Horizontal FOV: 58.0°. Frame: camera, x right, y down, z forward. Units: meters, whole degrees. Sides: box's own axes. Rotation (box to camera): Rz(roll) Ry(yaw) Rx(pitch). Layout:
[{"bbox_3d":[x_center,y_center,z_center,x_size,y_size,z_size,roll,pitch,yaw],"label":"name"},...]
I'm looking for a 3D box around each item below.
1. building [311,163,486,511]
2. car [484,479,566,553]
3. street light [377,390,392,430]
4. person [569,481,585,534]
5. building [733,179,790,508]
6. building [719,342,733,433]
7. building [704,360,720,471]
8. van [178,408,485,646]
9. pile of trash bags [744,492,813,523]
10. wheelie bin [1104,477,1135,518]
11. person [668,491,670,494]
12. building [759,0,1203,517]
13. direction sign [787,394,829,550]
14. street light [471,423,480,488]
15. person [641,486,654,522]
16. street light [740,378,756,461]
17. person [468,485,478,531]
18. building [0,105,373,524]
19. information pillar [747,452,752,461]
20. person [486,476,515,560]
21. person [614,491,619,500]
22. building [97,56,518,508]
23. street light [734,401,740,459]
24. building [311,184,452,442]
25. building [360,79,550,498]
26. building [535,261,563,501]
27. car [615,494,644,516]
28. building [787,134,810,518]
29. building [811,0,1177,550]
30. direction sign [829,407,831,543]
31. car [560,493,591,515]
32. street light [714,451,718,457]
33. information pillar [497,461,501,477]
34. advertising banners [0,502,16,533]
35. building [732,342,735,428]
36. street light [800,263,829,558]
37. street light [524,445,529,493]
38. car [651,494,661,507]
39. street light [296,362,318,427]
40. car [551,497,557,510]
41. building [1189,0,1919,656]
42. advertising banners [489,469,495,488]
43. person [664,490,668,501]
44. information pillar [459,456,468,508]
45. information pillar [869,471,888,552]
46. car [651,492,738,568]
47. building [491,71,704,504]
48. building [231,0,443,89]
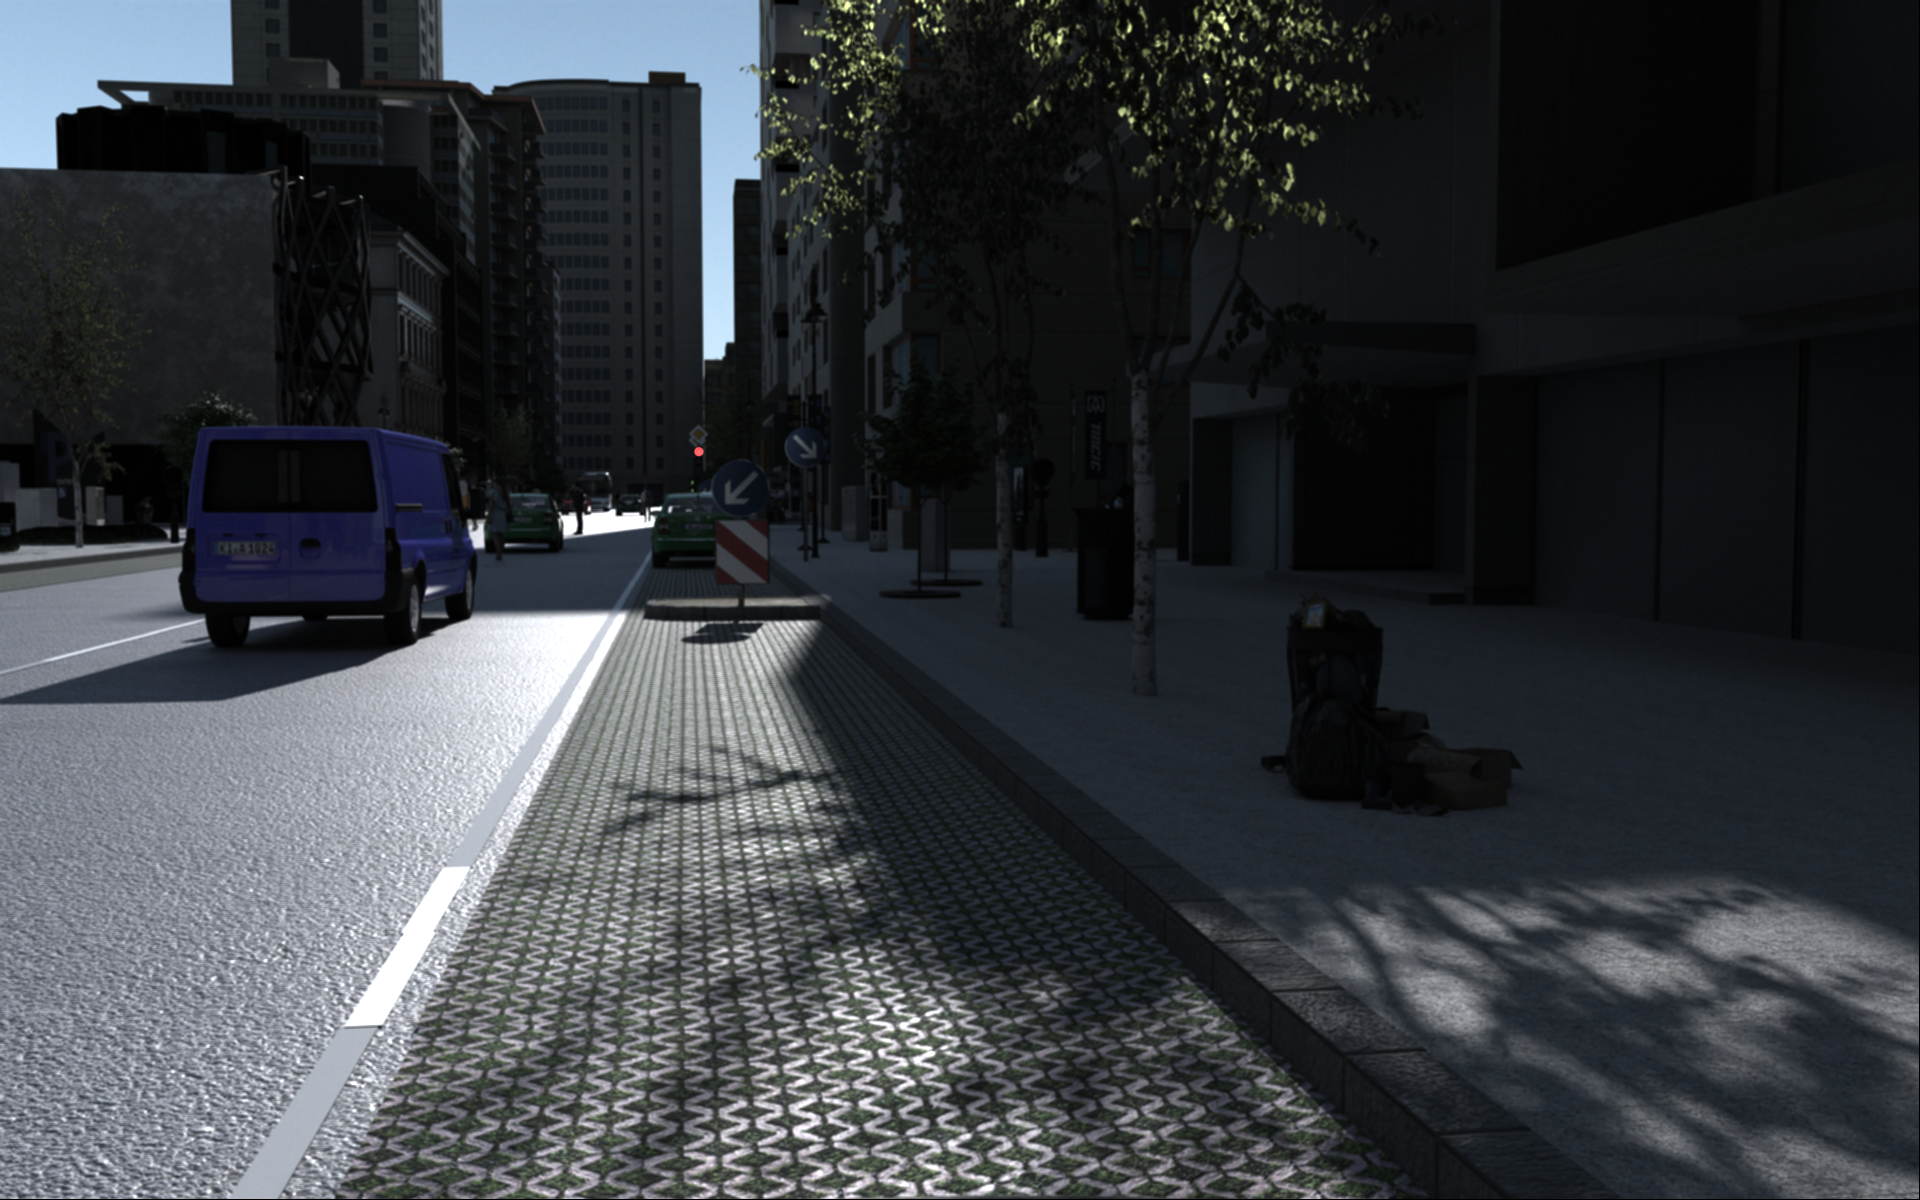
[{"bbox_3d":[-41.603,-18.050,124.796,12.332,23.373,15.834,-1,4,-9],"label":"building"},{"bbox_3d":[-11.004,-2.144,43.843,1.959,1.807,4.718,-1,4,-11],"label":"car"},{"bbox_3d":[-25.430,-6.351,76.628,0.468,5.910,1.993,-1,4,-9],"label":"street light"},{"bbox_3d":[-13.615,-3.282,61.515,0.474,1.900,0.648,0,4,0],"label":"person"},{"bbox_3d":[-14.118,-23.886,162.235,14.160,30.474,14.107,-1,4,-9],"label":"building"},{"bbox_3d":[-15.119,-22.557,213.840,27.650,21.520,28.899,-1,4,-9],"label":"building"},{"bbox_3d":[-22.529,-24.897,252.101,28.899,21.520,27.650,-1,4,-9],"label":"building"},{"bbox_3d":[-6.332,-0.835,18.042,2.240,2.365,5.245,0,4,-7],"label":"van"},{"bbox_3d":[-8.242,-4.178,78.064,3.447,1.369,1.912,0,4,-4],"label":"pile of trash bags"},{"bbox_3d":[3.142,-1.549,33.233,0.693,1.594,0.980,0,4,-2],"label":"wheelie bin"},{"bbox_3d":[-35.536,-12.452,212.537,0.568,1.767,0.683,2,4,23],"label":"person"},{"bbox_3d":[-0.489,-32.828,125.973,28.713,52.752,27.495,-1,4,-9],"label":"building"},{"bbox_3d":[-3.541,-2.907,39.531,0.876,3.537,0.379,1,4,20],"label":"direction sign"},{"bbox_3d":[-30.769,-8.397,110.071,0.468,5.910,1.993,-1,4,-9],"label":"street light"},{"bbox_3d":[-15.881,-4.858,88.033,0.679,1.850,0.850,-1,4,-18],"label":"person"},{"bbox_3d":[-8.389,-5.896,69.180,0.468,5.910,1.993,-1,4,-9],"label":"street light"},{"bbox_3d":[-19.057,-3.621,68.060,0.694,1.780,0.624,2,4,29],"label":"person"},{"bbox_3d":[-37.535,-13.226,83.704,16.820,18.784,16.811,-1,4,-9],"label":"building"},{"bbox_3d":[-11.592,-6.365,95.429,0.183,3.616,0.504,-3,4,-36],"label":"information pillar"},{"bbox_3d":[-9.918,-1.763,37.411,0.616,1.811,0.778,-2,4,-25],"label":"person"},{"bbox_3d":[-36.711,-10.754,185.144,0.721,1.723,1.217,-2,4,-33],"label":"person"},{"bbox_3d":[-57.785,-28.557,158.782,32.217,40.220,23.993,-1,4,-9],"label":"building"},{"bbox_3d":[-10.821,-6.860,84.951,0.468,5.910,1.993,-1,4,-9],"label":"street light"},{"bbox_3d":[-38.226,-14.868,107.714,10.561,19.102,19.286,-1,4,-9],"label":"building"},{"bbox_3d":[-56.089,-32.489,185.811,22.147,44.769,28.867,-1,4,-9],"label":"building"},{"bbox_3d":[-56.649,-27.080,214.453,14.107,30.474,14.160,-1,4,-9],"label":"building"},{"bbox_3d":[-22.039,-6.371,115.956,2.131,1.459,4.920,0,4,-7],"label":"car"},{"bbox_3d":[5.667,-15.395,96.741,28.899,21.520,27.650,-1,4,-9],"label":"building"},{"bbox_3d":[10.093,-12.884,55.685,27.650,21.520,28.899,-1,4,-9],"label":"building"},{"bbox_3d":[-3.588,-3.257,45.254,0.379,3.537,0.876,-2,4,-31],"label":"direction sign"},{"bbox_3d":[-26.482,-6.757,119.516,2.155,1.783,4.494,0,4,-7],"label":"car"},{"bbox_3d":[-21.342,-10.953,151.862,0.468,5.910,1.993,-1,4,-9],"label":"street light"},{"bbox_3d":[-32.982,-8.109,123.935,0.183,3.616,0.504,-2,4,-35],"label":"information pillar"},{"bbox_3d":[-31.370,-3.666,56.124,2.074,3.025,0.090,-1,4,-15],"label":"advertising banners"},{"bbox_3d":[-9.629,-20.789,184.939,27.650,21.520,28.899,-1,4,-9],"label":"building"},{"bbox_3d":[-2.932,-3.799,34.902,0.468,5.910,1.993,-1,4,-9],"label":"street light"},{"bbox_3d":[-36.088,-10.471,143.996,0.468,5.910,1.993,-1,4,-9],"label":"street light"},{"bbox_3d":[-33.153,-10.788,186.173,2.009,1.686,4.222,-1,4,-10],"label":"car"},{"bbox_3d":[-22.961,-5.392,60.944,0.468,5.910,1.993,-1,4,-9],"label":"street light"},{"bbox_3d":[-24.874,-5.502,102.316,2.083,1.381,4.827,0,4,-8],"label":"car"},{"bbox_3d":[16.963,-26.300,19.237,28.713,52.752,27.495,-1,4,-9],"label":"building"},{"bbox_3d":[-31.925,-7.545,119.548,0.090,3.025,2.074,0,4,2],"label":"advertising banners"},{"bbox_3d":[-24.987,-8.443,146.889,0.444,1.785,0.601,1,4,19],"label":"person"},{"bbox_3d":[-30.507,-7.034,106.360,0.504,3.616,0.183,-1,4,-20],"label":"information pillar"},{"bbox_3d":[-1.822,-2.094,38.726,0.304,2.012,0.304,2,4,31],"label":"information pillar"},{"bbox_3d":[-5.277,-1.602,34.983,1.959,1.807,4.718,0,4,-8],"label":"car"},{"bbox_3d":[-50.452,-42.914,243.635,28.212,58.520,21.231,-1,4,-9],"label":"building"},{"bbox_3d":[-73.271,-47.029,207.170,20.611,71.187,20.563,-1,4,-9],"label":"building"}]
